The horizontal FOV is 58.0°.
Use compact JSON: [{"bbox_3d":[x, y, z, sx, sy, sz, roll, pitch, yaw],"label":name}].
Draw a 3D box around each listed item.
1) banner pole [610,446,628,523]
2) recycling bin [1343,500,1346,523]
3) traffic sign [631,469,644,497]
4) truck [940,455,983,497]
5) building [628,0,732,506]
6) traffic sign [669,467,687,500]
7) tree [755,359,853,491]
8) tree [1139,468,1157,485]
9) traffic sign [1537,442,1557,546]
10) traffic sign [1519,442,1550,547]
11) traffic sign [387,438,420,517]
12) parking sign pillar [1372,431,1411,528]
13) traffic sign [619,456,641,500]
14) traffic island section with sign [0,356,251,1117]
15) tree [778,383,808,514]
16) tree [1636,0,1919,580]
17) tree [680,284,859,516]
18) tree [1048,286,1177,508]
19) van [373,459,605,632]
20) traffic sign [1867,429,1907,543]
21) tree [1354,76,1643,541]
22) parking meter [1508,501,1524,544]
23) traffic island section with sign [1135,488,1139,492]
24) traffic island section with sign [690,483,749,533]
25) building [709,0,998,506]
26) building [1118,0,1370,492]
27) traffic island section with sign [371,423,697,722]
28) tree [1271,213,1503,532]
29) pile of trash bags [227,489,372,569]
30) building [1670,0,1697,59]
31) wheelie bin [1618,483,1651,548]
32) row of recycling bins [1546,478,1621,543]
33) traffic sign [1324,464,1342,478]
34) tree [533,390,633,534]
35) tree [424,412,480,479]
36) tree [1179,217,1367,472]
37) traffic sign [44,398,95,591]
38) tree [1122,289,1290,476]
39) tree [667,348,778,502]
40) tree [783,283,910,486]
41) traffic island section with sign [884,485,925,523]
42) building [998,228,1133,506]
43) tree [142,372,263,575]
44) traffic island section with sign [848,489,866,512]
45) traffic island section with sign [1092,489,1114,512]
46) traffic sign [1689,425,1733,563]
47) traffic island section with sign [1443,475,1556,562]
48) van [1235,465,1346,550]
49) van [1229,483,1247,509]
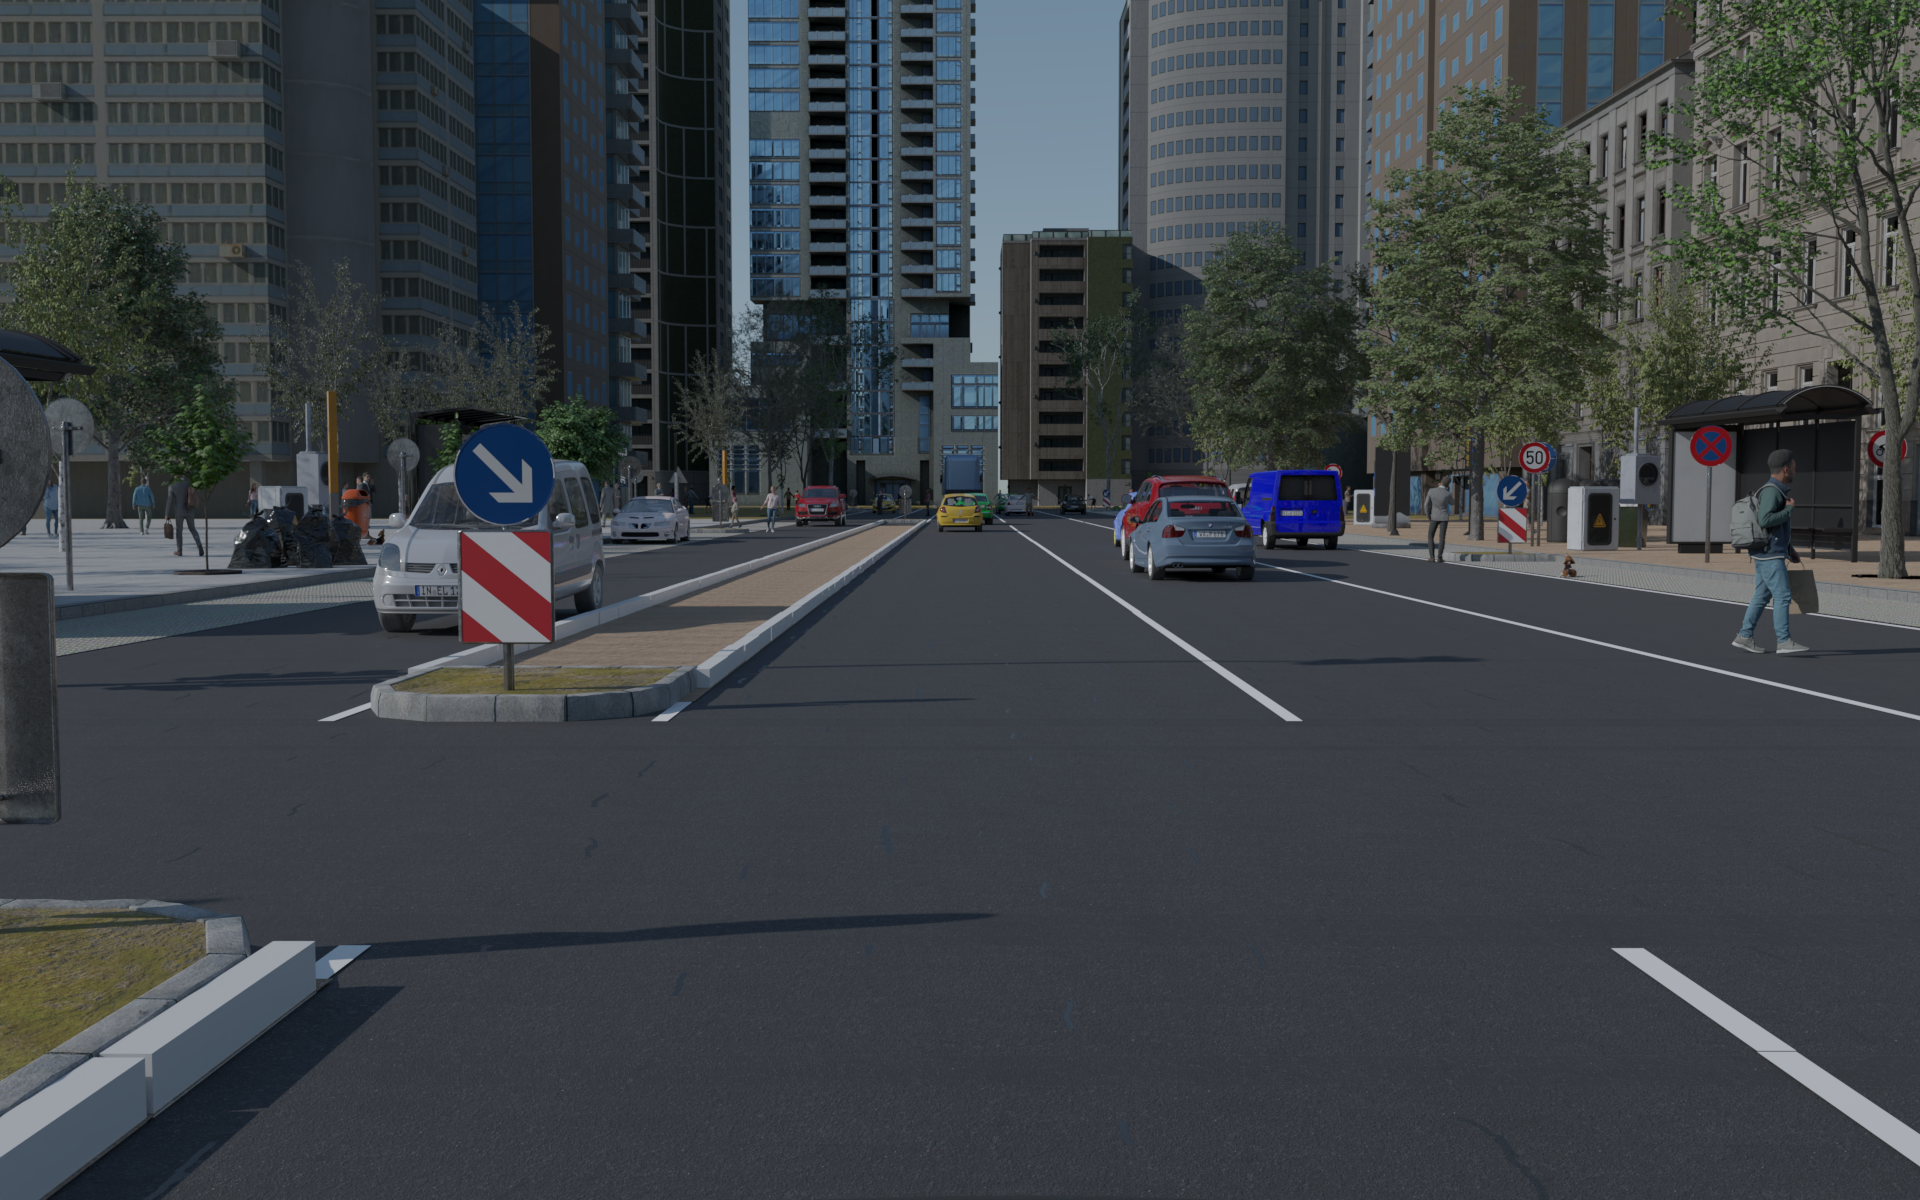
[{"bbox_3d":[-15.246,-5.354,77.551,0.863,3.779,0.401,0,4,3],"label":"banner pole"},{"bbox_3d":[15.971,-3.727,73.488,0.722,1.027,0.722,1,4,19],"label":"recycling bin"},{"bbox_3d":[-15.088,-4.919,80.539,0.768,2.556,0.104,0,4,3],"label":"traffic sign"},{"bbox_3d":[0.323,-7.508,112.511,2.967,4.110,18.799,0,4,-2],"label":"truck"},{"bbox_3d":[-37.155,-46.202,193.660,20.611,71.187,20.563,0,4,0],"label":"building"},{"bbox_3d":[-13.309,-5.001,81.768,0.884,2.594,0.081,0,4,5],"label":"traffic sign"},{"bbox_3d":[-11.981,-12.659,132.730,9.928,11.665,9.643,0,3,0],"label":"tree"},{"bbox_3d":[14.204,-8.252,129.515,1.663,3.219,1.824,0,3,0],"label":"tree"},{"bbox_3d":[14.212,-2.592,42.483,0.768,2.556,0.104,1,4,9],"label":"traffic sign"},{"bbox_3d":[13.991,-2.579,42.269,0.768,2.556,0.104,0,4,1],"label":"traffic sign"},{"bbox_3d":[-12.662,-2.403,39.397,0.768,2.556,0.104,0,4,5],"label":"traffic sign"},{"bbox_3d":[16.252,-4.688,65.122,1.447,3.967,1.447,0,4,7],"label":"parking sign pillar"},{"bbox_3d":[-11.063,-3.543,58.041,0.768,2.556,0.104,0,4,7],"label":"traffic sign"},{"bbox_3d":[-2.962,0.226,4.435,2.006,1.907,1.989,0,4,0],"label":"traffic island section with sign"},{"bbox_3d":[-11.507,-9.749,109.757,4.360,8.622,3.978,0,3,0],"label":"tree"},{"bbox_3d":[14.328,-6.141,26.166,9.928,11.665,9.643,0,3,0],"label":"tree"},{"bbox_3d":[-10.971,-11.639,100.673,12.009,13.543,11.850,0,3,0],"label":"tree"},{"bbox_3d":[14.062,-18.569,159.494,12.611,20.169,13.585,0,3,0],"label":"tree"},{"bbox_3d":[-5.146,-0.751,19.284,2.013,2.044,4.112,0,4,1],"label":"van"},{"bbox_3d":[18.193,-2.078,34.079,0.768,2.556,0.104,0,4,3],"label":"traffic sign"},{"bbox_3d":[14.750,-7.922,47.654,7.486,12.596,7.792,0,3,0],"label":"tree"},{"bbox_3d":[14.408,-2.231,44.887,0.372,1.533,0.369,0,3,0],"label":"parking meter"},{"bbox_3d":[11.720,-6.474,114.475,1.989,1.847,2.006,0,4,0],"label":"traffic island section with sign"},{"bbox_3d":[-8.810,-3.372,63.758,1.989,1.847,2.006,0,4,0],"label":"traffic island section with sign"},{"bbox_3d":[-11.347,-53.926,194.356,31.000,86.520,22.319,0,4,0],"label":"building"},{"bbox_3d":[32.598,-39.929,194.831,28.212,58.520,21.231,0,4,0],"label":"building"},{"bbox_3d":[-2.935,-0.227,11.842,2.006,1.907,1.989,0,4,0],"label":"traffic island section with sign"},{"bbox_3d":[14.603,-7.592,58.548,8.767,10.594,7.601,1,4,18],"label":"tree"},{"bbox_3d":[-11.605,-1.318,31.308,1.912,1.369,3.447,0,4,7],"label":"pile of trash bags"},{"bbox_3d":[35.214,-27.305,96.548,14.600,45.320,14.200,0,4,0],"label":"building"},{"bbox_3d":[16.172,-2.067,41.705,0.980,1.594,0.693,3,4,37],"label":"wheelie bin"},{"bbox_3d":[17.073,-2.424,46.752,3.534,1.692,1.069,-3,5,-40],"label":"row of recycling bins"},{"bbox_3d":[15.671,-4.451,72.873,0.768,2.556,0.104,0,4,2],"label":"traffic sign"},{"bbox_3d":[-12.058,-4.352,54.865,4.285,4.588,4.351,0,3,0],"label":"tree"},{"bbox_3d":[-11.864,-2.823,40.758,1.663,3.219,1.824,0,3,0],"label":"tree"},{"bbox_3d":[14.519,-10.588,79.771,9.857,13.997,8.962,0,3,0],"label":"tree"},{"bbox_3d":[-11.823,-1.396,22.936,0.768,2.556,0.104,0,4,6],"label":"traffic sign"},{"bbox_3d":[14.614,-11.689,101.481,12.009,13.543,11.850,0,3,0],"label":"tree"},{"bbox_3d":[-12.252,-8.338,86.693,4.360,8.622,3.978,0,3,0],"label":"tree"},{"bbox_3d":[-10.839,-18.206,153.558,12.611,20.169,13.585,0,3,0],"label":"tree"},{"bbox_3d":[-2.769,-4.822,86.980,2.006,1.907,1.989,0,4,0],"label":"traffic island section with sign"},{"bbox_3d":[11.427,-25.644,190.978,14.107,30.474,14.160,0,4,0],"label":"building"},{"bbox_3d":[-12.233,-2.026,27.729,1.663,3.219,1.824,0,3,0],"label":"tree"},{"bbox_3d":[-8.632,-8.091,140.914,1.989,1.847,2.006,0,4,0],"label":"traffic island section with sign"},{"bbox_3d":[11.791,-8.122,141.430,1.989,1.847,2.006,0,4,0],"label":"traffic island section with sign"},{"bbox_3d":[13.936,-1.964,32.220,0.768,2.556,0.104,0,4,8],"label":"traffic sign"},{"bbox_3d":[11.549,-1.757,37.352,1.989,1.847,2.006,0,4,0],"label":"traffic island section with sign"},{"bbox_3d":[8.758,-2.568,46.364,2.240,2.365,5.245,0,4,-1],"label":"van"},{"bbox_3d":[11.402,-3.831,69.648,2.013,2.044,4.112,0,4,0],"label":"van"}]
